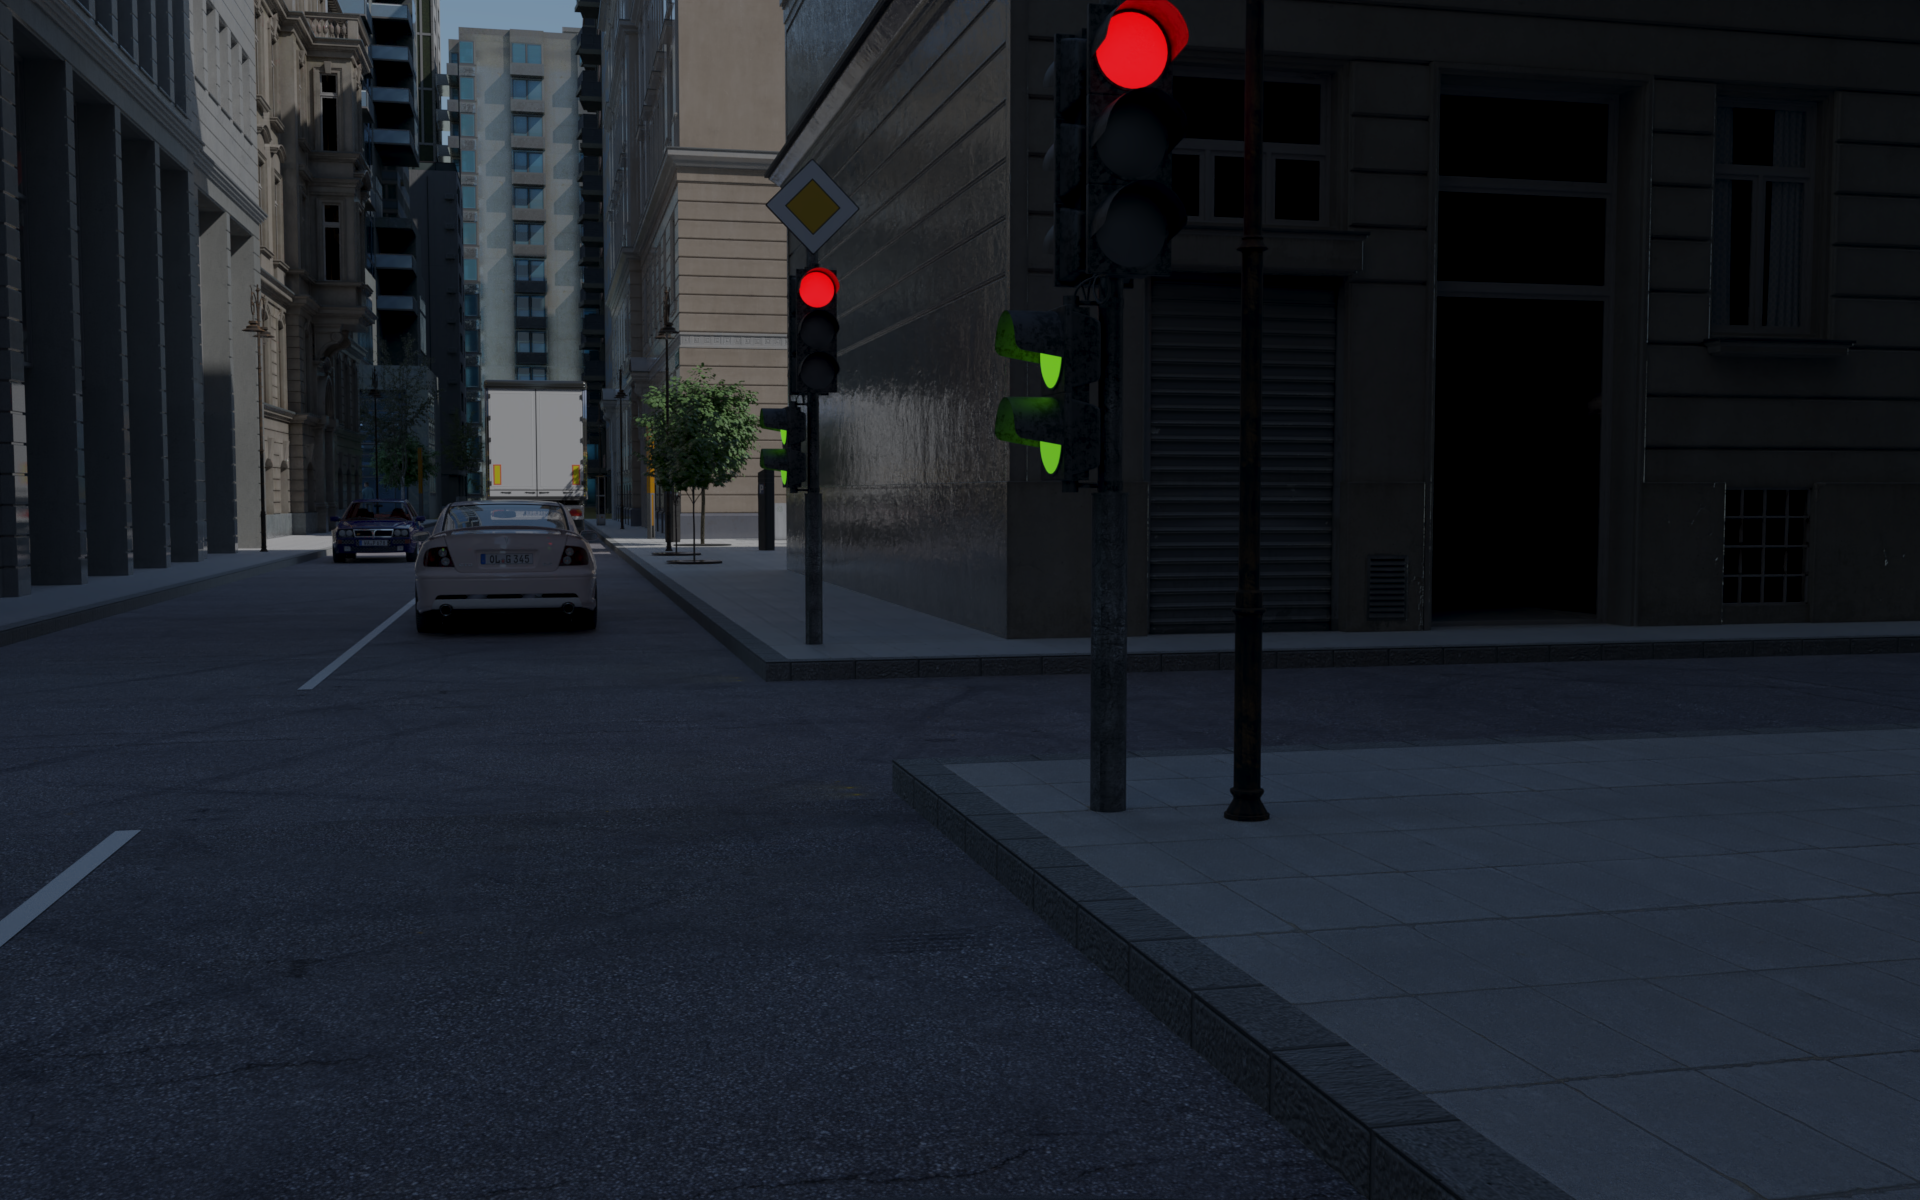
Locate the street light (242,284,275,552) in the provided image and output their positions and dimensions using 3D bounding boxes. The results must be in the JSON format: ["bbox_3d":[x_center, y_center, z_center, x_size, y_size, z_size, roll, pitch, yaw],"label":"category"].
[{"bbox_3d":[-15.474,-4.008,38.327,0.468,5.910,1.993,-1,4,-13],"label":"street light"}]

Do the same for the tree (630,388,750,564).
[{"bbox_3d":[-4.931,-2.276,31.818,1.663,3.219,1.824,0,3,0],"label":"tree"}]

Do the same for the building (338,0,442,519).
[{"bbox_3d":[-41.221,-47.988,97.272,22.319,86.520,31.000,-1,4,-13],"label":"building"}]

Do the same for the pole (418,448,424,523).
[{"bbox_3d":[-23.801,-5.052,76.436,0.158,3.312,0.155,0,3,0],"label":"pole"}]

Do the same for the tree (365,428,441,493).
[{"bbox_3d":[-26.664,-6.057,82.740,4.285,4.588,4.351,0,3,0],"label":"tree"}]

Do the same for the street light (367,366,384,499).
[{"bbox_3d":[-21.156,-5.504,62.775,0.468,5.910,1.993,-1,4,-13],"label":"street light"}]

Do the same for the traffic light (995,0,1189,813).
[{"bbox_3d":[0.583,-1.101,6.927,0.839,4.253,0.868,-1,4,-13],"label":"traffic light"}]

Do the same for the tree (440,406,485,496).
[{"bbox_3d":[-41.153,-11.813,143.504,4.737,8.622,4.395,0,3,0],"label":"tree"}]

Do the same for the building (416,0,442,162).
[{"bbox_3d":[-62.761,-44.905,172.450,20.611,71.187,20.563,-1,4,-13],"label":"building"}]

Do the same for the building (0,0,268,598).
[{"bbox_3d":[-18.486,-15.149,25.184,11.434,29.767,29.804,-1,4,-13],"label":"building"}]

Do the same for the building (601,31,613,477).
[{"bbox_3d":[-13.346,-27.507,99.846,14.600,45.320,14.200,-1,4,-13],"label":"building"}]

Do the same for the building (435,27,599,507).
[{"bbox_3d":[-38.345,-34.342,181.105,30.456,49.044,23.786,-1,4,-13],"label":"building"}]

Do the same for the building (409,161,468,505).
[{"bbox_3d":[-50.718,-23.253,151.889,14.107,30.474,14.160,-1,4,-13],"label":"building"}]

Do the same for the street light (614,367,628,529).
[{"bbox_3d":[-12.328,-5.520,63.045,0.468,5.910,1.993,-1,4,-13],"label":"street light"}]

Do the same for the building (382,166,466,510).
[{"bbox_3d":[-52.759,-26.447,124.292,32.217,40.220,23.993,-1,4,-13],"label":"building"}]

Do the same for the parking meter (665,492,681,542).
[{"bbox_3d":[-7.629,-2.464,45.996,0.399,1.863,0.255,3,4,38],"label":"parking meter"}]

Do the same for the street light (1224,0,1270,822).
[{"bbox_3d":[1.136,-2.073,6.686,0.468,5.910,1.993,-1,4,-13],"label":"street light"}]

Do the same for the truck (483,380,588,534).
[{"bbox_3d":[-11.700,-3.622,48.133,2.839,4.237,11.283,-1,4,-13],"label":"truck"}]

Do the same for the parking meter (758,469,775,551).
[{"bbox_3d":[-4.407,-2.060,39.386,0.255,1.863,0.399,-2,4,-35],"label":"parking meter"}]

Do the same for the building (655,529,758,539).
[{"bbox_3d":[-4.180,-16.713,59.157,13.634,28.700,20.117,-1,4,-13],"label":"building"}]

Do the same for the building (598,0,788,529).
[{"bbox_3d":[-9.243,-17.903,78.614,13.634,28.700,20.117,-1,4,-13],"label":"building"}]

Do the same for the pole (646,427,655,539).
[{"bbox_3d":[-8.810,-3.393,49.318,0.158,3.312,0.155,0,3,0],"label":"pole"}]

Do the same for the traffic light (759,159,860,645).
[{"bbox_3d":[-1.266,-1.576,14.696,0.839,4.253,0.868,-1,4,-13],"label":"traffic light"}]

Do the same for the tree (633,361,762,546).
[{"bbox_3d":[-6.469,-3.622,42.936,4.285,4.588,4.351,0,3,0],"label":"tree"}]

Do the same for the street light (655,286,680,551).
[{"bbox_3d":[-6.532,-4.031,38.699,0.468,5.910,1.993,-1,4,-13],"label":"street light"}]

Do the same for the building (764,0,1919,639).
[{"bbox_3d":[12.584,-11.721,24.925,30.059,22.955,16.112,-1,4,-13],"label":"building"}]

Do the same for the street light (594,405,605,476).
[{"bbox_3d":[-18.204,-7.020,87.558,0.468,5.910,1.993,-1,4,-13],"label":"street light"}]

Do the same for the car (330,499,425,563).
[{"bbox_3d":[-12.577,-1.527,37.542,1.945,1.354,3.894,-1,4,-15],"label":"car"}]

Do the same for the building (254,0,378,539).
[{"bbox_3d":[-26.846,-14.518,56.456,14.460,24.649,34.723,-1,4,-13],"label":"building"}]

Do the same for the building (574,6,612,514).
[{"bbox_3d":[-15.526,-28.579,121.885,22.147,44.769,28.867,-1,4,-13],"label":"building"}]

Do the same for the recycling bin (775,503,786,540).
[{"bbox_3d":[-4.858,-2.185,48.281,0.722,1.027,0.722,-1,4,-9],"label":"recycling bin"}]

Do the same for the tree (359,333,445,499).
[{"bbox_3d":[-25.497,-7.826,78.316,4.360,8.622,3.978,0,3,0],"label":"tree"}]

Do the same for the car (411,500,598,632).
[{"bbox_3d":[-5.101,-0.435,19.480,2.083,1.381,4.827,-1,4,-15],"label":"car"}]

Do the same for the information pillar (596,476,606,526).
[{"bbox_3d":[-14.645,-4.043,70.599,0.304,2.012,0.304,-2,4,-29],"label":"information pillar"}]

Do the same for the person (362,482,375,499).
[{"bbox_3d":[-27.015,-4.469,78.971,0.638,1.841,0.748,-1,4,-9],"label":"person"}]
